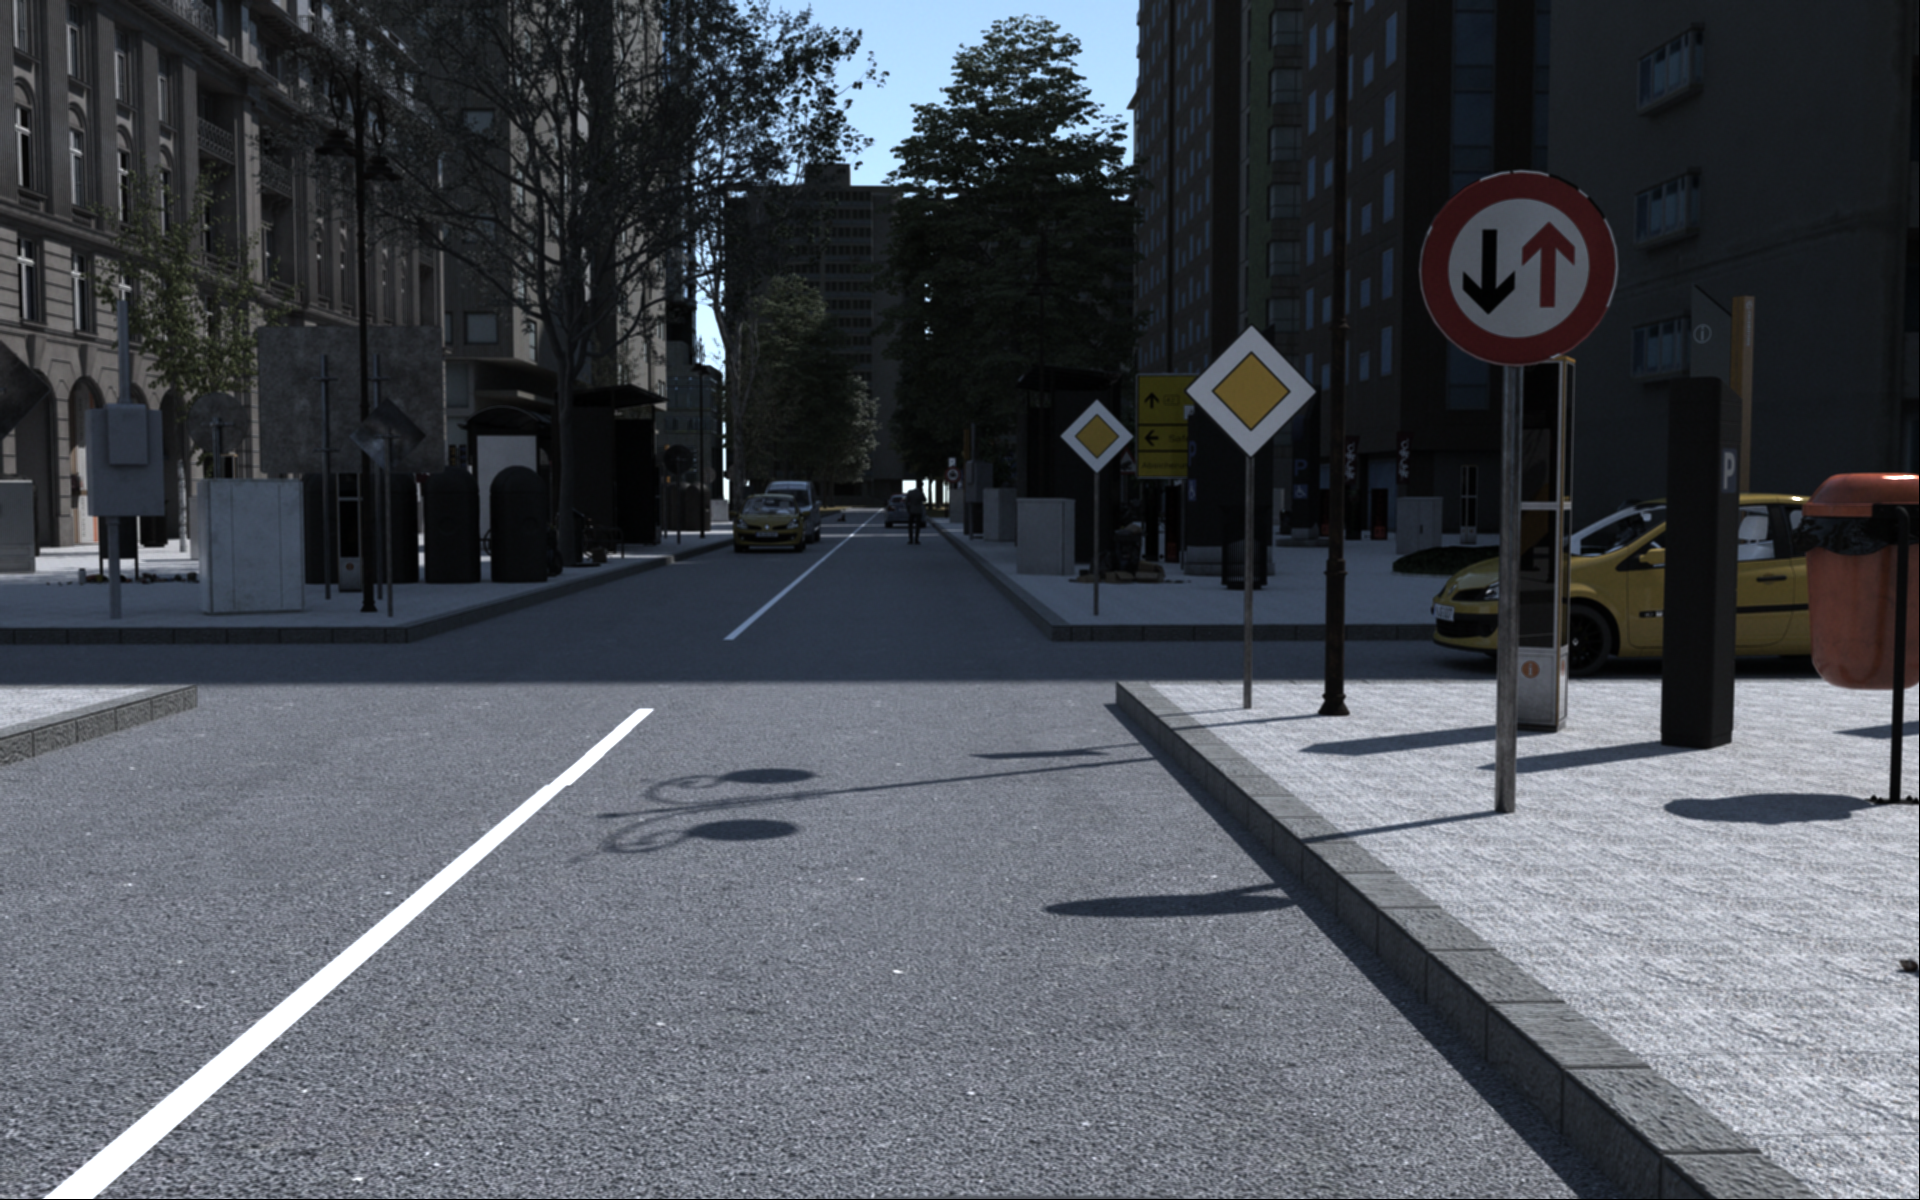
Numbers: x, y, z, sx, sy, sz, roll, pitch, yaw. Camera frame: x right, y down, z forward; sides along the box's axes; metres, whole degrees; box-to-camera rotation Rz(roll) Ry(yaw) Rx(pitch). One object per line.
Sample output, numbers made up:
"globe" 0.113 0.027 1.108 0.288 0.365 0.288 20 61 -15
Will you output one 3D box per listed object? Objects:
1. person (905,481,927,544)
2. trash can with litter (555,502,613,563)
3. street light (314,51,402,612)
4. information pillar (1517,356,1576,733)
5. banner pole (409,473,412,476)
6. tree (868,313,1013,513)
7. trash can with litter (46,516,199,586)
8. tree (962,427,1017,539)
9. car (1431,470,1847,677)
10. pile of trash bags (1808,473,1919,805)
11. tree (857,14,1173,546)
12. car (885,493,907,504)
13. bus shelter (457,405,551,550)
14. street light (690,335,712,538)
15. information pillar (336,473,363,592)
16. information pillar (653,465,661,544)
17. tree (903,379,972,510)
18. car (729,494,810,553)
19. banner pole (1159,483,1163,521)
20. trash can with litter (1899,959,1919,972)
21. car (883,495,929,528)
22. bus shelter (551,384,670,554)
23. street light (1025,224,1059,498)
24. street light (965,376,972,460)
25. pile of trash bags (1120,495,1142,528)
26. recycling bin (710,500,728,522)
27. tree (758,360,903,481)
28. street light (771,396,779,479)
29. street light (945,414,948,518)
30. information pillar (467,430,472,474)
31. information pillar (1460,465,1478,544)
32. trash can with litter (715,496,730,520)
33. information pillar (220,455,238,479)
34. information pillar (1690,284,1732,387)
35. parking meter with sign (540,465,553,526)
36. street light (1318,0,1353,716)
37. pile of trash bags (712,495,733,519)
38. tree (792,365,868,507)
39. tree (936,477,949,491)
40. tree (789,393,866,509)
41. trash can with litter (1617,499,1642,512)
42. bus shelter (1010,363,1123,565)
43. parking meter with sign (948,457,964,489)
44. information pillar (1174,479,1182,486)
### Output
"person" -1.277 -2.507 49.673 0.592 1.802 0.473 1 4 20
"trash can with litter" -7.018 -1.280 32.313 1.055 1.170 0.624 -1 4 -11
"street light" -6.447 -2.809 18.712 0.468 5.910 1.993 0 4 -2
"information pillar" 3.149 -0.302 9.436 0.304 2.012 0.304 2 4 28
"banner pole" -14.303 -3.315 44.215 0.401 3.779 0.863 2 4 33
"tree" -0.584 -12.933 118.105 9.857 13.997 8.962 0 3 0
"trash can with litter" -11.834 -0.858 25.081 2.233 1.210 1.678 0 4 -4
"tree" 0.775 -3.407 50.309 1.663 3.219 1.824 0 3 0
"car" 5.957 -0.252 14.339 3.980 1.641 2.015 0 4 -2
"pile of trash bags" 5.310 0.150 7.301 3.447 1.369 1.912 0 4 4
"tree" 1.156 -7.572 41.926 7.486 12.596 7.792 0 3 0
"car" -3.454 -5.792 103.744 2.155 1.783 4.494 0 4 -1
"bus shelter" -10.512 -2.954 42.217 2.014 3.302 5.546 0 4 -2
"street light" -7.530 -4.750 50.451 0.468 5.910 1.993 0 4 -2
"information pillar" -7.980 -1.112 22.679 0.304 2.012 0.304 -1 4 -11
"information pillar" -7.890 -2.444 44.452 0.304 2.012 0.304 1 4 22
"tree" -2.320 -13.163 140.975 9.928 11.665 9.643 0 3 0
"car" -4.775 -2.048 43.705 2.015 1.641 3.980 0 4 -3
"banner pole" 9.676 -5.704 83.277 0.401 3.779 0.863 1 4 16
"trash can with litter" 3.785 0.391 4.665 2.233 1.210 1.678 2 4 26
"car" -2.331 -3.841 74.806 2.014 1.417 4.499 0 4 0
"bus shelter" -7.971 -2.981 40.016 1.731 3.624 6.357 0 4 -2
"street light" 1.413 -3.500 30.009 0.468 5.910 1.993 0 4 -2
"street light" 0.308 -5.443 61.786 0.468 5.910 1.993 0 4 -2
"pile of trash bags" 3.004 -2.144 44.811 1.912 1.369 3.447 -3 5 -40
"recycling bin" -10.987 -4.053 78.827 0.722 1.027 0.722 -2 4 -25
"tree" -11.269 -12.513 130.336 9.928 11.665 9.643 0 3 0
"street light" -8.717 -6.659 81.668 0.468 5.910 1.993 0 4 -2
"street light" -0.737 -7.353 93.009 0.468 5.910 1.993 0 4 -2
"information pillar" -14.107 -3.610 50.379 0.183 3.616 0.504 2 4 24
"information pillar" 12.978 -2.426 44.162 0.304 2.012 0.304 -1 4 -13
"trash can with litter" -11.940 -4.512 84.823 2.233 1.210 1.678 3 5 39
"information pillar" -13.645 -1.702 32.317 0.304 2.012 0.304 -1 4 -12
"information pillar" 8.321 -1.706 19.251 0.183 3.616 0.504 -3 4 -38
"parking meter with sign" -11.063 -3.008 45.436 1.738 3.016 0.543 0 4 -4
"street light" 2.179 -2.271 9.915 0.468 5.910 1.993 0 4 -2
"pile of trash bags" -11.991 -4.900 89.871 3.447 1.369 1.912 -3 4 -36
"tree" -12.442 -16.023 168.634 9.857 13.997 8.962 0 3 0
"tree" -2.077 -13.150 165.358 4.360 8.622 3.978 0 3 0
"tree" -12.048 -13.305 151.948 8.767 10.594 7.601 2 4 24
"trash can with litter" 13.569 -1.448 35.054 0.624 1.170 1.055 2 4 35
"bus shelter" 2.039 -2.630 34.284 1.731 3.624 6.357 0 4 -2
"parking meter with sign" 0.262 -5.309 83.064 1.738 3.016 0.543 -3 5 -43
"information pillar" 10.301 -5.504 81.348 0.504 3.616 0.183 1 4 21
